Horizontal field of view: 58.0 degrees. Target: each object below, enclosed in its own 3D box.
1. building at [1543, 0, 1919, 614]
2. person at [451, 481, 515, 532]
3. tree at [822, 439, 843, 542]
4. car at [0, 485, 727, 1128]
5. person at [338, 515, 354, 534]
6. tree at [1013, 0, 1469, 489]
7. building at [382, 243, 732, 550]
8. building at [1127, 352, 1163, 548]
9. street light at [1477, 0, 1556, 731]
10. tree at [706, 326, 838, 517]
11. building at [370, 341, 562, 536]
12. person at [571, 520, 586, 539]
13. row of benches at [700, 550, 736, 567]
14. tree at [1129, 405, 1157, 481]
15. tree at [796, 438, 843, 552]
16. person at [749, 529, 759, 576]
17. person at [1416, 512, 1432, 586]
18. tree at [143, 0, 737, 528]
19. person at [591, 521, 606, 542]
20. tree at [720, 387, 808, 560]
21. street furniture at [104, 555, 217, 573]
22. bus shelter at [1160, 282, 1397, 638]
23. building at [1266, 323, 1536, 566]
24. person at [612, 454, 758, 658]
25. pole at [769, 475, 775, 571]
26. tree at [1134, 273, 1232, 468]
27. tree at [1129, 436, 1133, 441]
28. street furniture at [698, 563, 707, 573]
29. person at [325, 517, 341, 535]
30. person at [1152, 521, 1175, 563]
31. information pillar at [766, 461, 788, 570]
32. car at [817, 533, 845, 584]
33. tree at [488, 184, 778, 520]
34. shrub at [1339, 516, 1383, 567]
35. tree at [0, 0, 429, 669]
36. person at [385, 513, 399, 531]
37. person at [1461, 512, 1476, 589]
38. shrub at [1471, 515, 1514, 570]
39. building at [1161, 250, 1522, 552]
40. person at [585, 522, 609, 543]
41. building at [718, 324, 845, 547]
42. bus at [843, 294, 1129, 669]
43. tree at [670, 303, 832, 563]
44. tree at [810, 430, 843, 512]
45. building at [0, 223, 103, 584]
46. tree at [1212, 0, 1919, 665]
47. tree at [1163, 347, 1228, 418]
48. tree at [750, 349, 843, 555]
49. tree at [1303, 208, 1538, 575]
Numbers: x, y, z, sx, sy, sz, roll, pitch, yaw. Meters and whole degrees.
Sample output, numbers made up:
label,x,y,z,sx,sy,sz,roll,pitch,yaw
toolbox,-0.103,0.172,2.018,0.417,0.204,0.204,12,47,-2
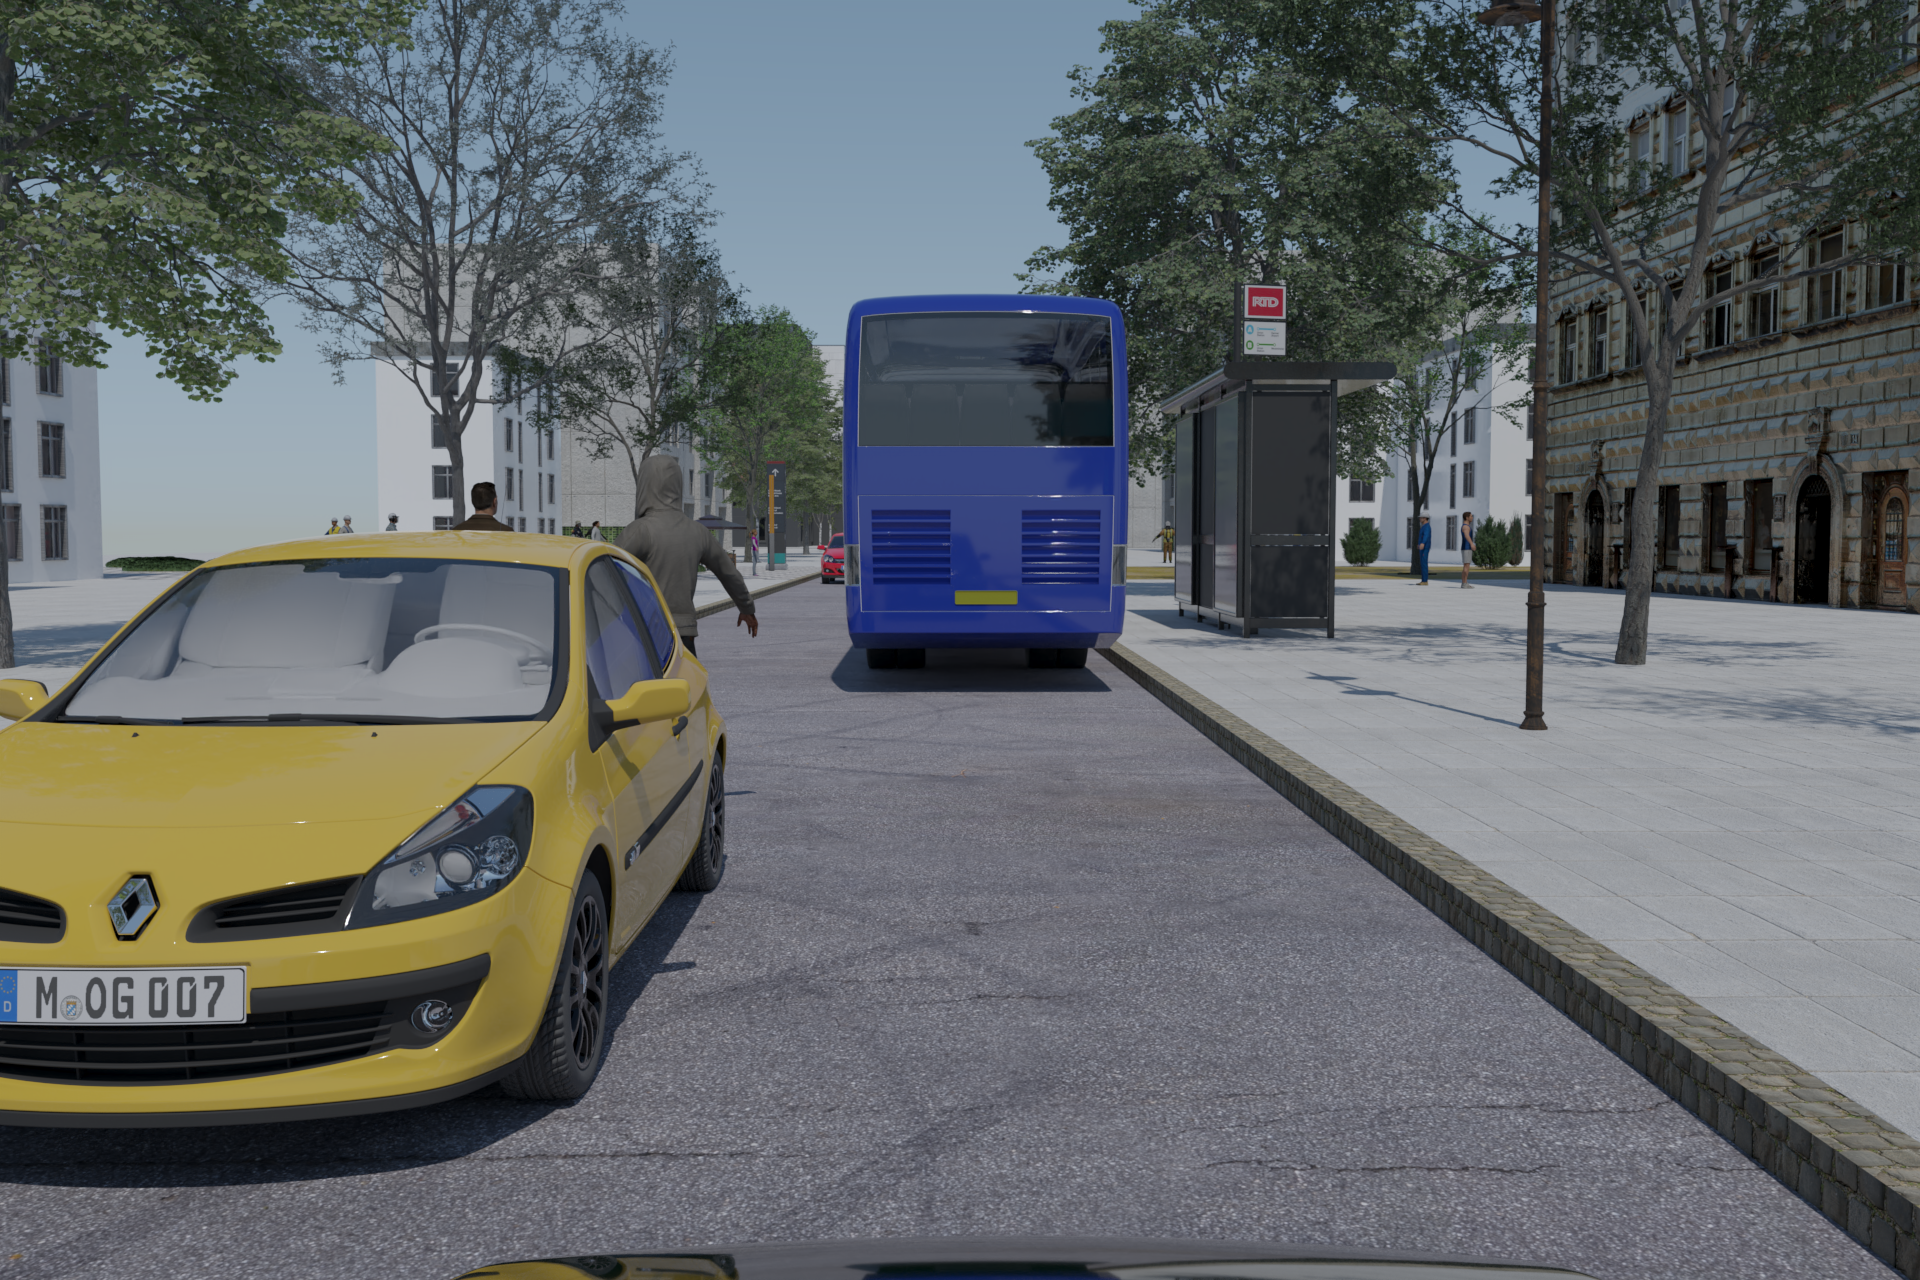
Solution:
label,x,y,z,sx,sy,sz,roll,pitch,yaw
building,24.411,-12.518,35.606,19.493,23.208,18.063,0,4,0
person,-3.408,-0.240,12.515,1.346,1.812,0.704,1,4,11
tree,-9.572,-11.032,130.741,4.737,8.622,4.395,0,3,0
car,-1.797,0.283,5.597,2.015,1.641,3.980,0,4,-1
person,-18.222,-2.799,51.619,0.705,1.847,1.347,1,4,13
tree,5.864,-7.890,35.652,9.857,13.997,8.962,0,3,0
building,-26.563,-15.588,121.322,16.747,18.905,31.486,0,4,0
building,22.254,-19.002,177.144,16.747,18.905,31.486,0,3,0
street light,3.773,-2.350,11.215,0.468,5.910,1.993,0,3,0
tree,-10.277,-10.742,93.764,7.486,12.596,7.792,0,3,0
building,-25.036,-9.018,89.587,9.099,9.664,28.070,0,4,-1
person,-16.002,-4.093,72.694,0.705,1.856,1.354,1,4,15
row of benches,-9.733,-2.973,64.064,1.422,0.672,4.104,2,4,33
tree,5.979,-9.441,88.771,8.767,10.594,7.601,0,4,0
tree,-9.780,-10.418,120.689,4.360,8.622,3.978,0,3,0
person,-6.218,-2.675,53.004,0.599,1.433,0.991,0,4,-7
person,11.571,-2.286,43.260,0.705,1.842,1.347,1,4,13
tree,-9.313,-7.428,31.822,12.009,13.543,11.850,0,3,0
person,-14.295,-3.801,68.335,0.705,1.806,1.347,0,4,8
tree,-10.133,-8.202,84.465,4.360,8.622,3.978,0,3,0
street furniture,-27.555,-2.849,62.203,5.734,0.657,10.072,-2,4,-26
bus shelter,4.220,-2.922,25.400,2.179,5.291,8.768,0,4,-1
building,21.654,-8.620,83.078,9.099,9.664,28.070,0,4,-1
person,-1.464,0.011,8.400,0.705,1.813,1.348,3,5,43
pole,-6.509,-4.042,59.936,0.158,3.312,0.155,0,3,0
tree,6.200,-5.940,47.474,4.360,8.622,3.978,0,3,0
tree,5.634,-7.703,76.309,4.737,8.622,4.395,0,3,0
street furniture,-10.578,-2.317,53.510,5.734,0.657,10.072,0,4,-2
person,-20.773,-3.153,57.518,1.349,1.833,0.705,1,4,22
person,9.187,-4.333,76.621,1.354,1.858,0.705,0,4,0
information pillar,-6.533,-4.424,61.712,0.750,3.857,0.750,0,4,-1
car,-3.114,-2.575,51.138,2.155,1.783,4.494,0,4,-1
tree,-8.894,-6.874,46.810,8.767,10.594,7.601,0,4,3
shrub,15.781,-3.897,68.139,1.690,2.028,1.600,0,3,0
tree,-8.943,-6.014,16.448,7.486,12.596,7.792,0,3,0
person,-15.171,-2.483,46.444,0.704,1.849,1.345,-2,4,-32
person,11.964,-2.118,40.798,0.704,1.807,1.345,1,4,11
shrub,19.144,-3.548,62.427,1.690,2.028,1.600,0,3,0
building,24.061,-15.302,116.649,16.747,18.905,31.486,0,4,-1
person,-16.096,-4.288,76.333,1.346,1.802,0.704,1,4,22
building,-26.392,-20.848,184.841,27.936,21.610,32.646,0,4,0
bus,0.131,-1.818,21.278,2.896,3.916,12.251,0,4,-1
tree,-9.324,-9.261,77.173,9.928,11.665,9.643,0,3,0
tree,-10.135,-13.275,151.451,7.601,10.594,8.767,-2,4,-24
building,-25.268,-5.706,35.443,9.099,9.664,28.070,0,4,0
tree,6.638,-5.016,16.424,8.767,10.594,7.601,0,4,-7
tree,9.040,-6.935,63.743,4.360,8.622,3.978,0,3,0
tree,-9.523,-11.493,106.034,7.486,12.596,7.792,0,3,0
tree,14.584,-7.872,54.460,9.928,11.665,9.643,0,3,0
